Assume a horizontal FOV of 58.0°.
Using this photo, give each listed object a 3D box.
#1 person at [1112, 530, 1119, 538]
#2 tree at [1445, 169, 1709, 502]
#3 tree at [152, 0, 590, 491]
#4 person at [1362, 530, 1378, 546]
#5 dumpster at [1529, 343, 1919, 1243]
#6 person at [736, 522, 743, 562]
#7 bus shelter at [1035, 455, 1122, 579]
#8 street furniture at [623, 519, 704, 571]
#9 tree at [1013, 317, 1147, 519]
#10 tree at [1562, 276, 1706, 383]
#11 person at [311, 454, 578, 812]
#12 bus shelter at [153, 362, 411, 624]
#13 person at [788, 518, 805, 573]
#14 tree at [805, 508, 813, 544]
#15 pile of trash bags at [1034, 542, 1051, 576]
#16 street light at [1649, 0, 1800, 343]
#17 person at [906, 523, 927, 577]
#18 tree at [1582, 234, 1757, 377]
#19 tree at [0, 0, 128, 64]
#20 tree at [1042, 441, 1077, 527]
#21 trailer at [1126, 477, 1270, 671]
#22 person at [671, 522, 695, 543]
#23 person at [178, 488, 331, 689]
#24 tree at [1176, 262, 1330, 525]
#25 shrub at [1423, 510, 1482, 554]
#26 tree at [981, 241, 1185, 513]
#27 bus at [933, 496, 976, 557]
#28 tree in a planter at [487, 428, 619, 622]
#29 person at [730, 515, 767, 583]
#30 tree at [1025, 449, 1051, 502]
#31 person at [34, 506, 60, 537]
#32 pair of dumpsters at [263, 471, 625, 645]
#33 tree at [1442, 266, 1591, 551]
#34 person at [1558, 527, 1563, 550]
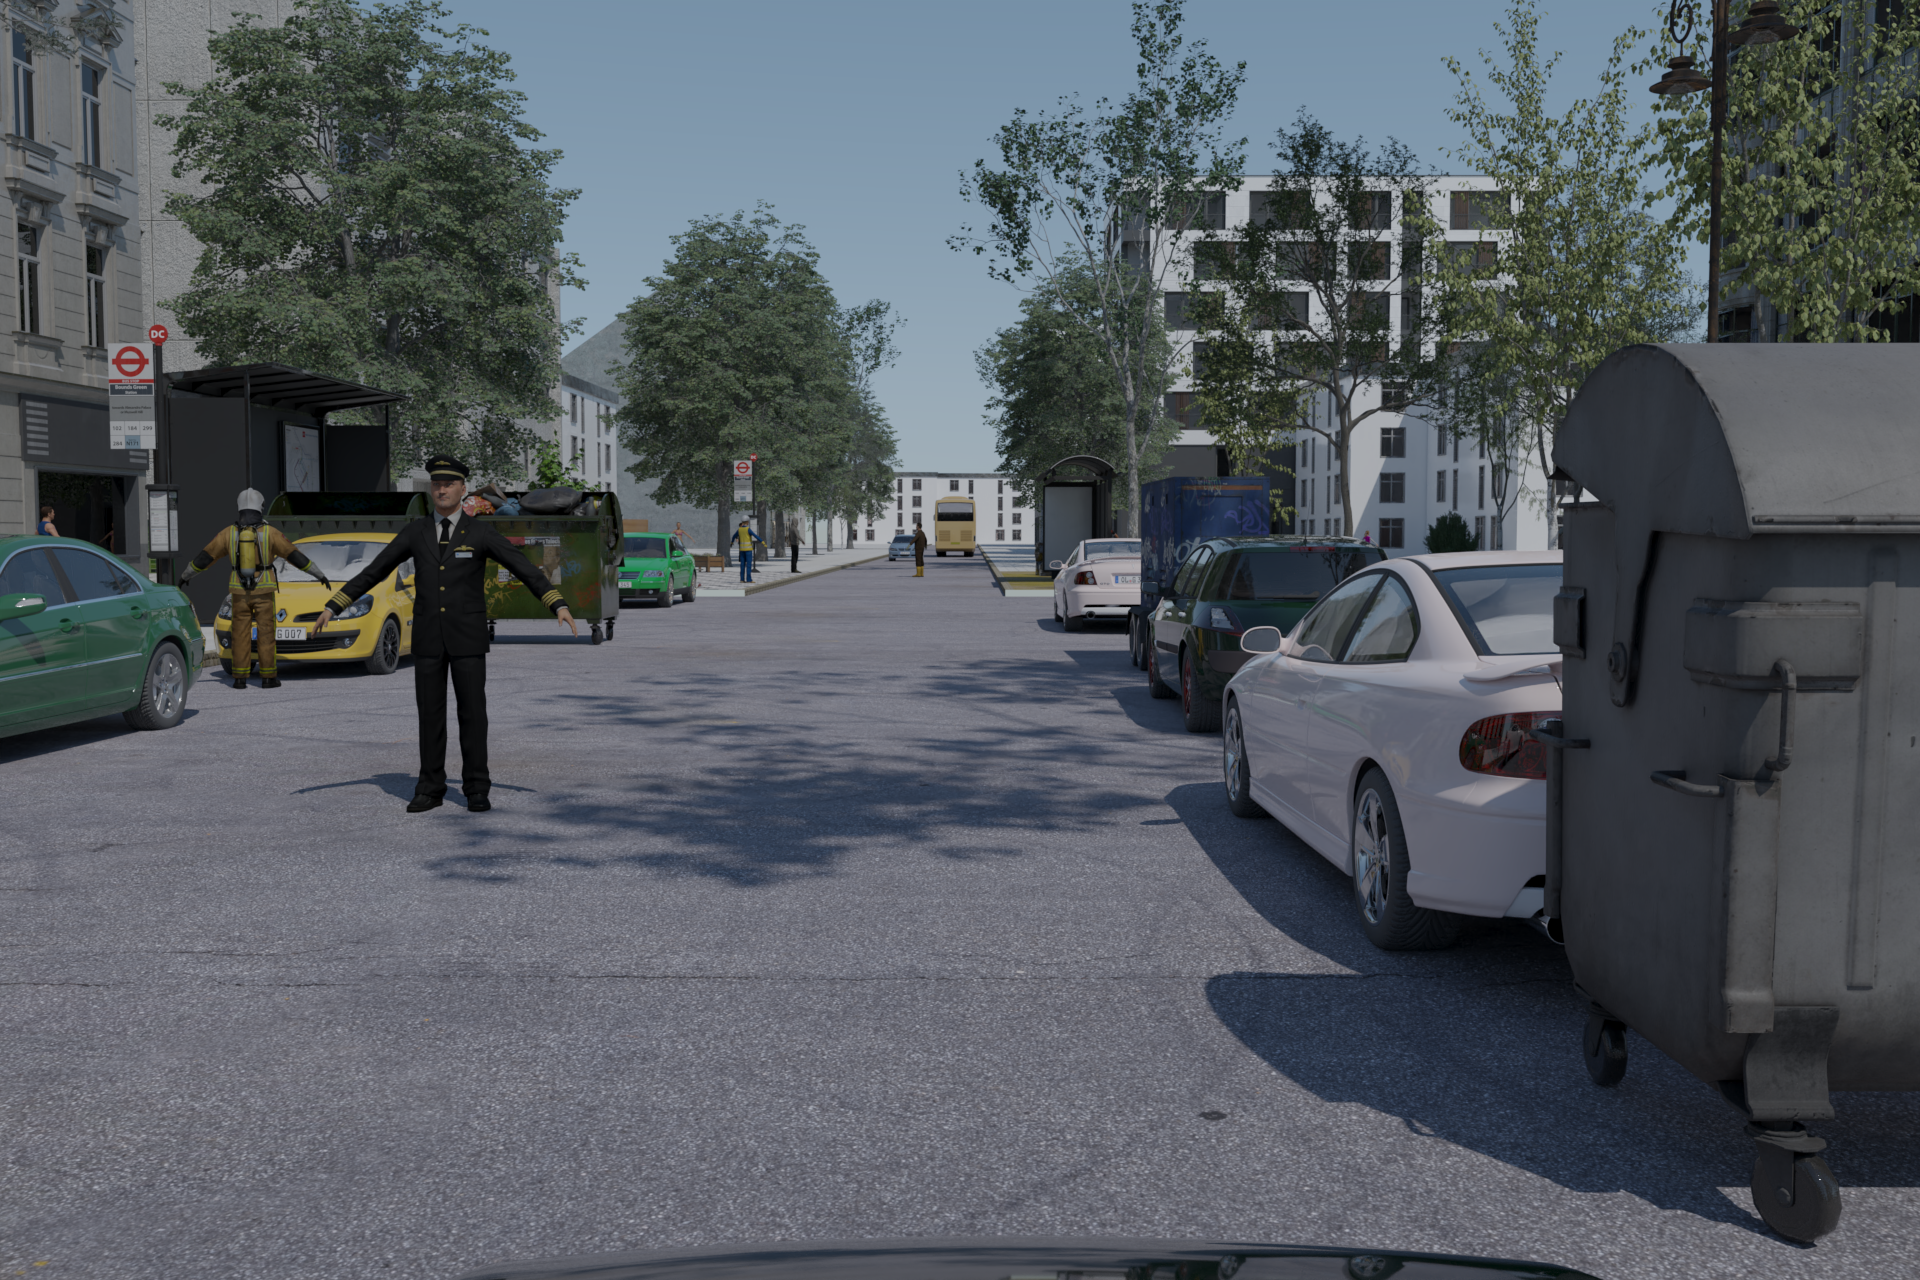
[{"bbox_3d":[6.157,-4.068,72.660,1.345,1.843,0.704,-1,4,-21],"label":"person"},{"bbox_3d":[21.094,-9.075,58.751,12.009,13.543,11.850,0,3,0],"label":"tree"},{"bbox_3d":[-13.121,-8.106,39.185,9.857,13.997,8.962,0,3,0],"label":"tree"},{"bbox_3d":[16.795,-3.788,71.206,0.599,1.433,0.991,-2,4,-35],"label":"person"},{"bbox_3d":[2.388,0.260,3.969,1.865,1.857,1.264,0,4,0],"label":"dumpster"},{"bbox_3d":[-9.879,-4.428,78.577,0.705,1.806,1.347,1,4,20],"label":"person"},{"bbox_3d":[3.134,-3.239,46.882,2.014,3.302,5.546,0,4,0],"label":"bus shelter"},{"bbox_3d":[-12.055,-2.596,49.300,11.010,1.723,9.812,1,4,20],"label":"street furniture"},{"bbox_3d":[6.098,-10.571,90.969,7.486,12.596,7.792,0,3,0],"label":"tree"},{"bbox_3d":[19.715,-6.107,50.217,4.737,8.622,4.395,0,3,0],"label":"tree"},{"bbox_3d":[-2.656,-0.037,8.999,1.347,1.837,0.705,0,4,-4],"label":"person"},{"bbox_3d":[-10.236,-2.167,26.719,1.731,3.624,6.357,0,4,-1],"label":"bus shelter"},{"bbox_3d":[-5.416,-3.117,57.087,0.705,1.813,1.348,-2,4,-24],"label":"person"},{"bbox_3d":[-20.048,-17.228,232.037,4.737,8.622,4.395,0,3,0],"label":"tree"},{"bbox_3d":[3.269,-2.711,54.085,1.912,1.369,3.447,0,4,0],"label":"pile of trash bags"},{"bbox_3d":[5.689,-2.465,13.086,0.468,5.910,1.993,0,4,0],"label":"street light"},{"bbox_3d":[-1.382,-3.003,57.689,0.704,1.812,1.346,2,4,27],"label":"person"},{"bbox_3d":[16.659,-5.638,42.539,4.360,8.622,3.978,0,3,0],"label":"tree"},{"bbox_3d":[-12.989,-6.394,14.916,12.009,13.543,11.850,0,3,0],"label":"tree"},{"bbox_3d":[6.172,-9.378,103.689,4.360,8.622,3.978,0,3,0],"label":"tree"},{"bbox_3d":[2.568,-0.742,19.187,1.471,1.999,3.904,0,4,-1],"label":"trailer"},{"bbox_3d":[-10.591,-3.576,65.272,1.217,1.733,0.721,-1,4,-14],"label":"person"},{"bbox_3d":[-6.565,-0.481,16.093,1.354,1.858,0.705,-1,4,-12],"label":"person"},{"bbox_3d":[7.615,-5.891,46.681,4.737,8.622,4.395,0,3,0],"label":"tree"},{"bbox_3d":[14.687,-2.892,51.698,1.690,2.028,1.600,0,3,0],"label":"shrub"},{"bbox_3d":[5.632,-10.426,77.125,9.857,13.997,8.962,0,3,0],"label":"tree"},{"bbox_3d":[-0.323,-7.349,111.703,2.896,3.916,12.252,0,4,0],"label":"bus"},{"bbox_3d":[-6.862,-1.959,29.253,1.991,3.239,1.994,0,4,1],"label":"tree in a planter"},{"bbox_3d":[-5.541,-2.373,45.266,1.216,1.772,0.721,2,4,33],"label":"person"},{"bbox_3d":[6.456,-10.473,121.589,4.737,8.622,4.395,0,3,0],"label":"tree"},{"bbox_3d":[-17.431,-1.652,33.180,1.345,1.807,0.704,3,4,36],"label":"person"},{"bbox_3d":[-6.720,-1.086,22.712,4.436,2.255,1.574,0,4,0],"label":"pair of dumpsters"},{"bbox_3d":[14.857,-5.947,47.595,4.360,8.622,3.978,0,3,0],"label":"tree"},{"bbox_3d":[16.743,-2.546,47.483,1.347,1.847,0.705,-1,4,-16],"label":"person"}]
